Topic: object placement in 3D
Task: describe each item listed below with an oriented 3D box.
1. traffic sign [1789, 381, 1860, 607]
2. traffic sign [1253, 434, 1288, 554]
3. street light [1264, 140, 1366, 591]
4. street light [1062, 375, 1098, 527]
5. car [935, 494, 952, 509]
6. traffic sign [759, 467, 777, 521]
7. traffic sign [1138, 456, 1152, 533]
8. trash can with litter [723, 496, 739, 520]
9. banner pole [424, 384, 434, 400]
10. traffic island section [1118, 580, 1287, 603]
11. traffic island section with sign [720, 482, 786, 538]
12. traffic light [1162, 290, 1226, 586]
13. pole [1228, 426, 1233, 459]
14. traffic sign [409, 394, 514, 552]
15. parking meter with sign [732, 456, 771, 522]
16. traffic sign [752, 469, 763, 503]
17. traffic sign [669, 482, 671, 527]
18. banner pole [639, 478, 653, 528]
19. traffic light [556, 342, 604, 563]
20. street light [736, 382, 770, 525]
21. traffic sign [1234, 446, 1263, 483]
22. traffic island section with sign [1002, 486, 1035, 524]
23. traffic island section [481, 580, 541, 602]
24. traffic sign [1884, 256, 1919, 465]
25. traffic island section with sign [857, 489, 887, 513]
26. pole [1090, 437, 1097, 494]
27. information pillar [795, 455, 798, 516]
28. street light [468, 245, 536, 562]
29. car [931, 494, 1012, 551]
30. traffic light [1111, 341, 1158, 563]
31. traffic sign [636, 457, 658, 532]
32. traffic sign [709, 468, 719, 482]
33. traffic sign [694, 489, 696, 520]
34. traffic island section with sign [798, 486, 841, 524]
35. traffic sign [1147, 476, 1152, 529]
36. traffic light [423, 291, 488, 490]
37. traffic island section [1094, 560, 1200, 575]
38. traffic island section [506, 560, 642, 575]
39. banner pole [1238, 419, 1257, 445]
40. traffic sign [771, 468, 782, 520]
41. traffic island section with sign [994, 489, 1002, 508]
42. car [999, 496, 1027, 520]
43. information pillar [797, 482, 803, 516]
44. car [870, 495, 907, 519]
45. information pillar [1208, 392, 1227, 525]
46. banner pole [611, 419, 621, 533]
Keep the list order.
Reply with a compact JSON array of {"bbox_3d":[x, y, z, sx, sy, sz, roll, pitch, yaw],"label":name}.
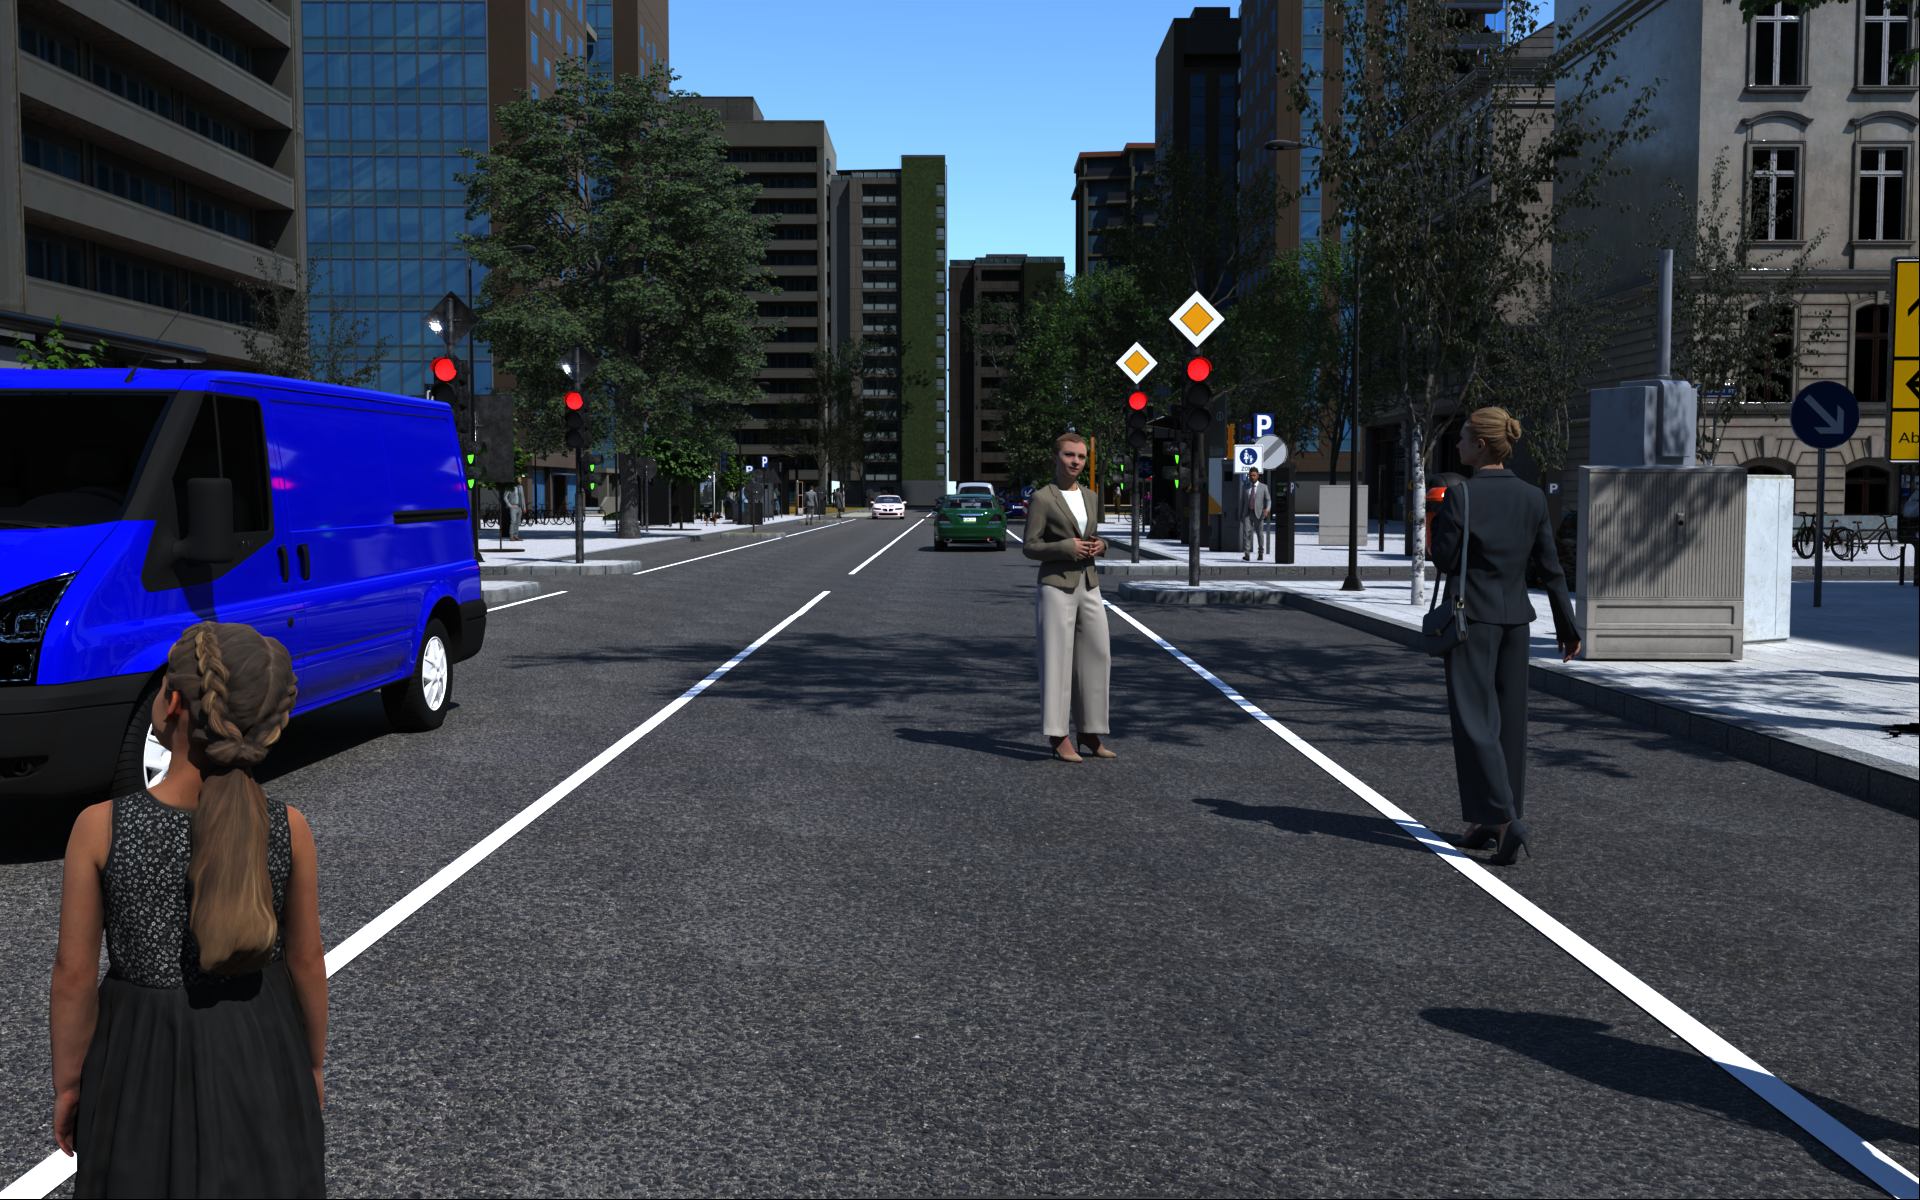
[{"bbox_3d":[9.749,-1.193,19.617,0.768,2.556,0.104,0,4,4],"label":"traffic sign"},{"bbox_3d":[6.575,-2.250,36.893,0.768,2.556,0.104,0,4,3],"label":"traffic sign"},{"bbox_3d":[4.689,-3.080,22.905,1.470,5.913,1.316,0,3,0],"label":"street light"},{"bbox_3d":[4.682,-5.810,67.528,1.470,5.913,1.316,0,3,0],"label":"street light"},{"bbox_3d":[-0.892,-7.131,128.599,2.014,1.417,4.499,0,4,1],"label":"car"},{"bbox_3d":[-9.242,-5.106,83.489,0.884,2.594,0.081,0,4,4],"label":"traffic sign"},{"bbox_3d":[6.121,-3.522,57.689,0.768,2.556,0.104,0,4,0],"label":"traffic sign"},{"bbox_3d":[-11.216,-4.559,85.927,1.055,1.170,0.624,2,4,28],"label":"trash can with litter"},{"bbox_3d":[-10.389,-2.741,34.828,0.401,3.779,0.863,3,5,42],"label":"banner pole"},{"bbox_3d":[3.285,-0.114,24.144,2.009,0.180,2.903,0,3,0],"label":"traffic island section"},{"bbox_3d":[-6.771,-2.955,56.948,1.989,1.847,2.006,0,3,0],"label":"traffic island section with sign"},{"bbox_3d":[3.245,-2.147,24.030,0.839,4.253,0.868,0,3,0],"label":"traffic light"},{"bbox_3d":[8.119,-3.560,52.055,0.158,3.312,0.155,0,3,0],"label":"pole"},{"bbox_3d":[-10.235,-2.547,35.521,2.265,3.308,0.079,1,4,9],"label":"traffic sign"},{"bbox_3d":[-9.677,-5.092,79.521,1.738,3.016,0.543,2,4,28],"label":"parking meter with sign"},{"bbox_3d":[-10.298,-5.389,88.217,0.768,2.556,0.104,0,4,0],"label":"traffic sign"},{"bbox_3d":[-11.204,-4.083,66.863,0.768,2.556,0.104,0,4,2],"label":"traffic sign"},{"bbox_3d":[-11.946,-4.639,65.865,0.863,3.779,0.401,3,4,37],"label":"banner pole"},{"bbox_3d":[-7.029,-2.634,31.982,0.839,4.253,0.868,0,3,0],"label":"traffic light"},{"bbox_3d":[-8.592,-6.082,71.978,1.470,5.913,1.316,0,3,0],"label":"street light"},{"bbox_3d":[5.982,-2.070,35.975,0.606,2.300,0.079,1,4,9],"label":"traffic sign"},{"bbox_3d":[3.194,-4.609,83.985,1.989,1.847,2.006,0,3,0],"label":"traffic island section with sign"},{"bbox_3d":[-7.056,-0.113,24.132,2.009,0.180,2.903,0,3,0],"label":"traffic island section"},{"bbox_3d":[9.103,-1.287,14.908,2.265,3.308,0.079,0,4,2],"label":"traffic sign"},{"bbox_3d":[-6.912,-7.676,134.124,1.989,1.847,2.006,0,3,0],"label":"traffic island section with sign"},{"bbox_3d":[4.702,-4.148,61.668,0.158,3.312,0.155,0,3,0],"label":"pole"},{"bbox_3d":[-9.751,-6.857,103.463,0.183,3.616,0.504,-1,4,-16],"label":"information pillar"},{"bbox_3d":[-8.598,-3.664,32.455,1.470,5.913,1.316,0,3,0],"label":"street light"},{"bbox_3d":[0.294,-2.026,44.917,2.131,1.459,4.920,0,4,1],"label":"car"},{"bbox_3d":[3.232,-2.636,32.015,0.839,4.253,0.868,0,3,0],"label":"traffic light"},{"bbox_3d":[-10.638,-3.590,58.795,0.768,2.556,0.104,1,4,9],"label":"traffic sign"},{"bbox_3d":[-11.562,-4.993,81.375,0.795,2.593,0.064,0,4,3],"label":"traffic sign"},{"bbox_3d":[-13.210,-5.279,86.317,0.884,2.594,0.081,0,4,3],"label":"traffic sign"},{"bbox_3d":[-6.827,-4.653,84.697,1.989,1.847,2.006,0,3,0],"label":"traffic island section with sign"},{"bbox_3d":[7.051,-3.898,63.840,0.768,2.556,0.104,0,4,6],"label":"traffic sign"},{"bbox_3d":[-7.016,-2.145,23.997,0.839,4.253,0.868,0,3,0],"label":"traffic light"},{"bbox_3d":[3.272,-0.602,32.129,2.009,0.180,2.903,0,3,0],"label":"traffic island section"},{"bbox_3d":[-7.069,-0.602,32.117,2.009,0.180,2.903,0,3,0],"label":"traffic island section"},{"bbox_3d":[9.615,-4.165,58.119,0.863,3.779,0.401,1,4,20],"label":"banner pole"},{"bbox_3d":[-9.216,-5.222,85.377,0.884,2.594,0.081,0,4,6],"label":"traffic sign"},{"bbox_3d":[3.063,-9.359,161.642,1.989,1.847,2.006,0,3,0],"label":"traffic island section with sign"},{"bbox_3d":[2.995,-4.692,89.298,1.945,1.354,3.894,0,4,-1],"label":"car"},{"bbox_3d":[-9.466,-5.997,102.549,0.304,2.012,0.304,-1,4,-13],"label":"information pillar"},{"bbox_3d":[-4.115,-5.341,99.683,2.083,1.381,4.827,0,4,-2],"label":"car"},{"bbox_3d":[5.941,-2.966,39.854,0.183,3.616,0.504,-3,5,-40],"label":"information pillar"},{"bbox_3d":[-11.370,-4.157,57.976,0.401,3.779,0.863,2,4,25],"label":"banner pole"}]
